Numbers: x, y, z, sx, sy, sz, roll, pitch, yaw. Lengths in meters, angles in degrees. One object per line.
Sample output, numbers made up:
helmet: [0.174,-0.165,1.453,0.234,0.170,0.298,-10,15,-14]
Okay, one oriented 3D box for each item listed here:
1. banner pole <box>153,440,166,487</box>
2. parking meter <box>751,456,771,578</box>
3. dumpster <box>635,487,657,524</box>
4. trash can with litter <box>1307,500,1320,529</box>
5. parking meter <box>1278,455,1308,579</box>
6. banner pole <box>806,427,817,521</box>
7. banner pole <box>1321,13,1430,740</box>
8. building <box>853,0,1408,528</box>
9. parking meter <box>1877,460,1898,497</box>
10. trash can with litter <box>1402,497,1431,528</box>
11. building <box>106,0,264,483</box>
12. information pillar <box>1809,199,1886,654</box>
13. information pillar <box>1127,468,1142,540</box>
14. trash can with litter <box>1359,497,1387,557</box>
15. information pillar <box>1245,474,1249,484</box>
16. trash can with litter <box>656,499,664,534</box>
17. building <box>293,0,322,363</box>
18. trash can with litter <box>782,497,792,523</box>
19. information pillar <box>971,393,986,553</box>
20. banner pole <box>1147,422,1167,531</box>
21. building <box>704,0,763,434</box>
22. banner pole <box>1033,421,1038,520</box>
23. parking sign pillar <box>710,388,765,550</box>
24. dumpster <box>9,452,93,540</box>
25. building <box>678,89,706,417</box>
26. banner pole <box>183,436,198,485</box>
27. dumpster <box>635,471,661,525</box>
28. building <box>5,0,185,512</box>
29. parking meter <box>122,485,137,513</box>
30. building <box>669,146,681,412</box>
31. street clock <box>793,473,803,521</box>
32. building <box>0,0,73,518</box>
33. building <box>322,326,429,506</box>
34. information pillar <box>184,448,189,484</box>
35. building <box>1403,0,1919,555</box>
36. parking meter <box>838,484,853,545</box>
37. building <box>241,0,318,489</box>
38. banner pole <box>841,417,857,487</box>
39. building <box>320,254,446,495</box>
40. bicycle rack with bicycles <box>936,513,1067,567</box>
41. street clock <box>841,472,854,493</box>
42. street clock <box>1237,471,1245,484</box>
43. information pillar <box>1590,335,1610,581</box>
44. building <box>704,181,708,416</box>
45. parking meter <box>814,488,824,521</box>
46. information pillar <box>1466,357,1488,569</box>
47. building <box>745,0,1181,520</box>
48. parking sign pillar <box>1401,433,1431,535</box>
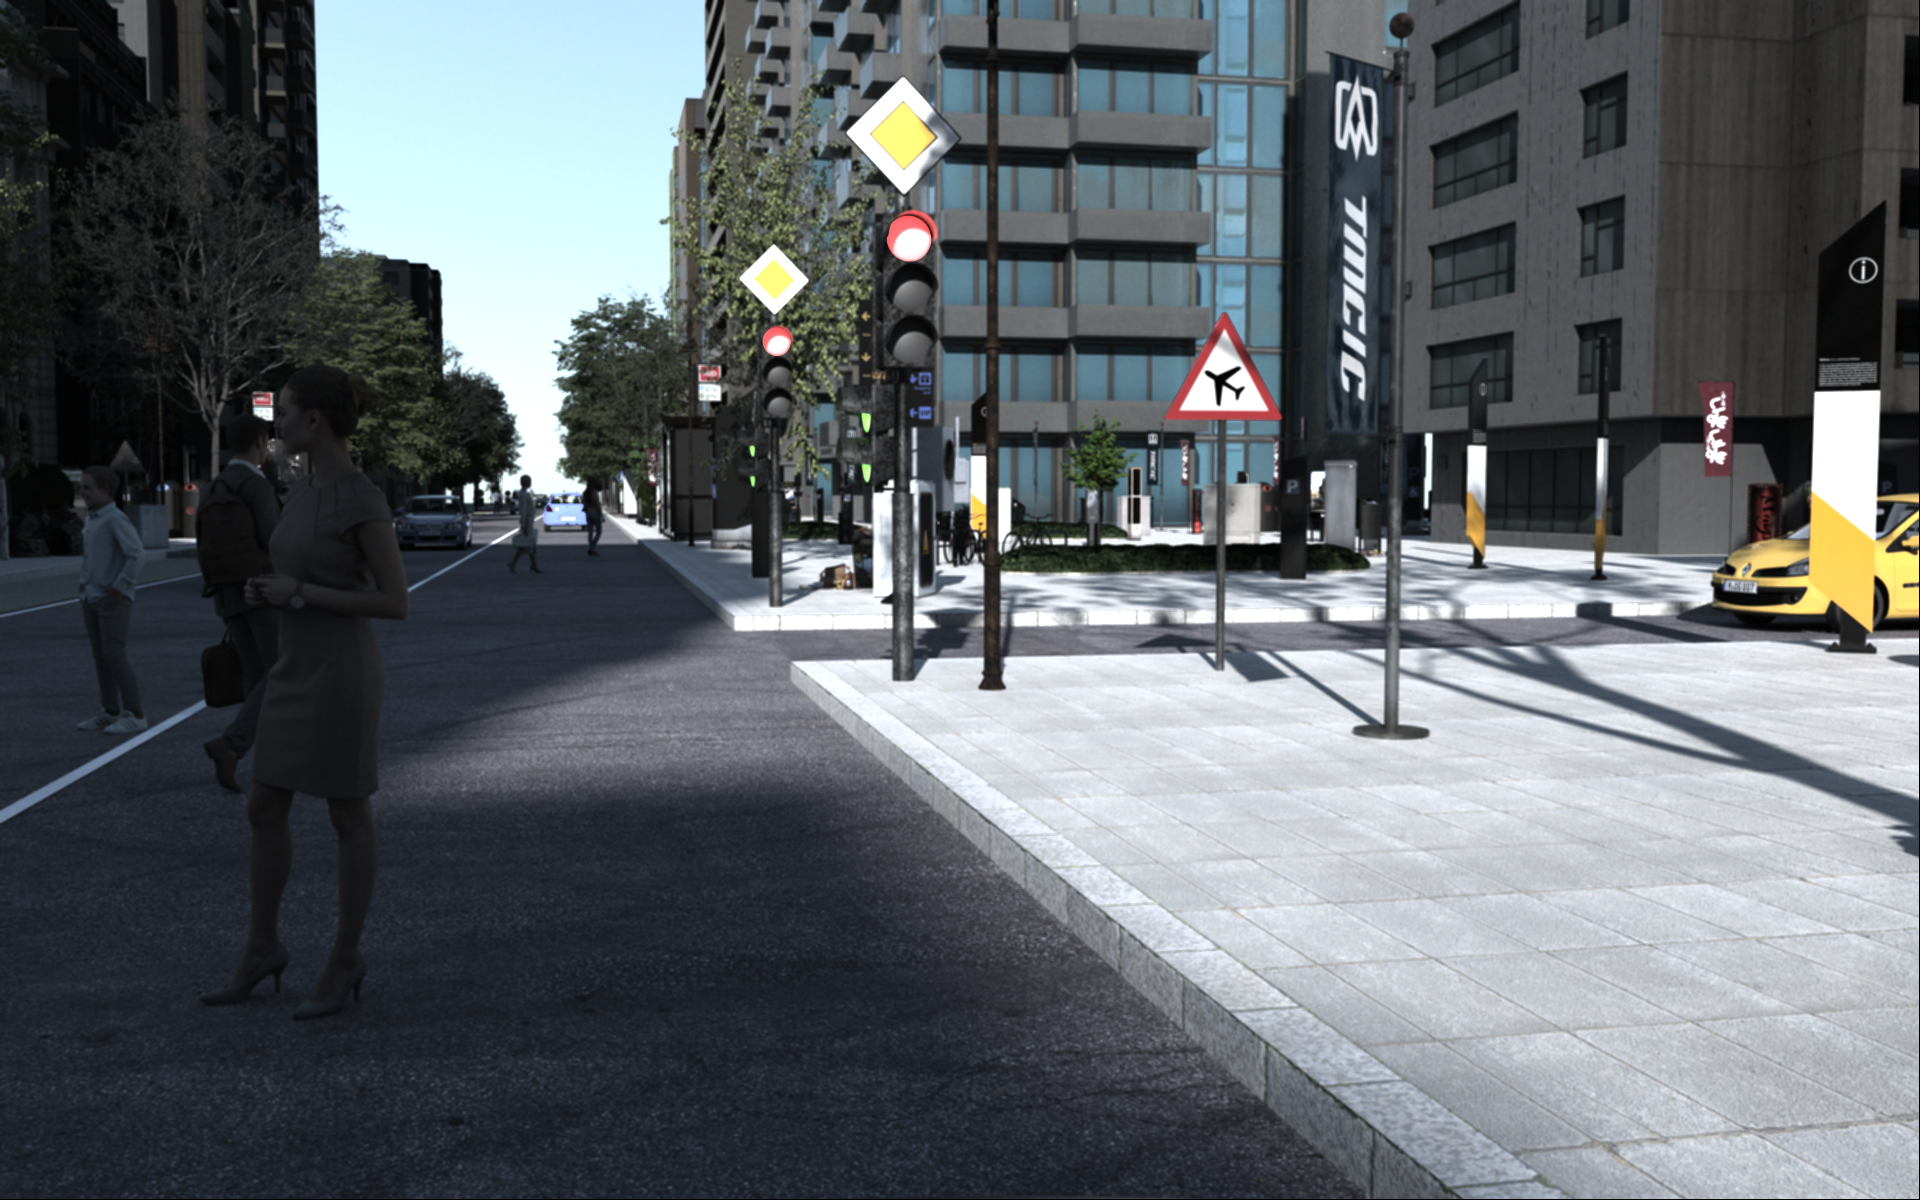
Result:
banner pole: [-33.656,-5.064,72.808,0.863,3.779,0.401,1,4,22]
parking meter: [-3.032,-1.281,26.660,0.255,1.863,0.399,1,4,14]
dumpster: [-13.515,-4.268,75.536,1.264,1.857,1.865,-1,4,-12]
trash can with litter: [12.842,-3.159,63.031,0.624,1.170,1.055,0,4,7]
parking meter: [5.022,-1.250,26.143,0.399,1.863,0.255,1,4,22]
banner pole: [-5.526,-4.572,64.761,0.401,3.779,0.863,2,4,33]
banner pole: [2.130,-1.159,8.971,0.863,3.779,0.401,-3,5,-42]
building: [5.687,-28.026,77.841,23.786,49.044,30.456,-1,4,-12]
parking meter: [15.531,-1.435,29.181,0.399,1.863,0.255,0,4,-8]
trash can with litter: [16.254,-3.085,61.831,1.055,1.170,0.624,0,4,-3]
building: [-46.846,-19.742,94.486,14.160,30.474,14.107,-1,4,-12]
information pillar: [7.162,-1.383,13.970,0.504,3.616,0.183,2,4,24]
information pillar: [4.842,-2.665,48.059,0.304,2.012,0.304,-1,4,-17]
trash can with litter: [8.095,-1.514,35.818,2.233,1.210,1.678,-2,4,-23]
information pillar: [10.376,-3.590,63.194,0.304,2.012,0.304,1,4,16]
trash can with litter: [-9.617,-2.739,56.171,0.624,1.170,1.055,-1,4,-19]
building: [-60.246,-42.771,137.551,20.563,71.187,20.611,-1,4,-12]
trash can with litter: [-5.917,-2.948,59.580,0.624,1.170,1.055,-2,4,-34]
information pillar: [0.500,-2.833,37.668,0.504,3.616,0.183,0,4,5]
banner pole: [6.824,-4.290,60.151,0.863,3.779,0.401,-2,4,-30]
building: [-8.825,-31.497,138.684,21.300,48.544,21.600,-1,4,-12]
banner pole: [2.562,-4.217,58.960,0.401,3.779,0.863,1,4,11]
parking sign pillar: [-5.139,-3.190,40.624,1.447,3.967,1.447,-2,4,-23]
dumpster: [-21.112,-2.308,40.230,1.502,2.255,1.985,-1,4,-12]
building: [-23.917,-33.240,193.584,14.600,45.320,14.200,-1,4,-12]
banner pole: [-33.024,-5.158,74.347,0.863,3.779,0.401,1,4,16]
dumpster: [-12.682,-4.239,71.800,1.502,2.255,1.985,-1,4,-12]
building: [-40.527,-14.775,71.252,12.332,23.373,15.834,-1,4,-12]
parking meter: [-22.850,-2.403,47.693,0.372,1.533,0.369,0,3,0]
building: [-27.296,-32.041,207.469,14.154,41.232,14.086,-1,4,-12]
street clock: [-5.445,-3.280,58.204,0.358,2.002,0.471,0,4,-5]
building: [-36.971,-12.838,51.696,13.314,21.916,24.055,-1,4,-12]
building: [-74.048,-21.102,190.052,27.650,21.520,28.899,-1,4,-12]
information pillar: [-36.773,-5.570,82.418,0.504,3.616,0.183,3,5,42]
building: [19.789,-16.394,39.737,14.107,30.474,14.160,-1,4,-12]
parking meter: [-2.904,-2.179,44.045,0.372,1.533,0.369,0,3,0]
building: [-55.162,-28.108,114.190,22.147,44.769,28.867,-1,4,-12]
banner pole: [-3.622,-4.047,56.191,0.401,3.779,0.863,3,4,38]
building: [-71.260,-26.982,212.851,14.160,30.474,14.107,-1,4,-12]
bicycle rack with bicycles: [0.587,-1.101,31.391,2.852,0.926,2.925,2,4,27]
street clock: [-3.733,-3.269,58.018,0.471,2.002,0.358,2,4,32]
street clock: [9.002,-3.114,55.479,0.358,2.002,0.471,0,4,4]
information pillar: [9.573,-2.107,25.811,0.183,3.616,0.504,2,4,29]
building: [-16.002,-23.504,155.989,14.160,30.474,14.107,-1,4,-12]
parking meter: [-5.517,-3.623,67.648,0.372,1.533,0.369,0,3,0]
information pillar: [8.846,-2.340,29.617,0.504,3.616,0.183,-3,5,-43]
building: [-2.122,-30.210,113.539,23.786,49.044,30.456,-1,4,-12]
parking sign pillar: [14.340,-4.035,54.451,1.447,3.967,1.447,1,4,20]
